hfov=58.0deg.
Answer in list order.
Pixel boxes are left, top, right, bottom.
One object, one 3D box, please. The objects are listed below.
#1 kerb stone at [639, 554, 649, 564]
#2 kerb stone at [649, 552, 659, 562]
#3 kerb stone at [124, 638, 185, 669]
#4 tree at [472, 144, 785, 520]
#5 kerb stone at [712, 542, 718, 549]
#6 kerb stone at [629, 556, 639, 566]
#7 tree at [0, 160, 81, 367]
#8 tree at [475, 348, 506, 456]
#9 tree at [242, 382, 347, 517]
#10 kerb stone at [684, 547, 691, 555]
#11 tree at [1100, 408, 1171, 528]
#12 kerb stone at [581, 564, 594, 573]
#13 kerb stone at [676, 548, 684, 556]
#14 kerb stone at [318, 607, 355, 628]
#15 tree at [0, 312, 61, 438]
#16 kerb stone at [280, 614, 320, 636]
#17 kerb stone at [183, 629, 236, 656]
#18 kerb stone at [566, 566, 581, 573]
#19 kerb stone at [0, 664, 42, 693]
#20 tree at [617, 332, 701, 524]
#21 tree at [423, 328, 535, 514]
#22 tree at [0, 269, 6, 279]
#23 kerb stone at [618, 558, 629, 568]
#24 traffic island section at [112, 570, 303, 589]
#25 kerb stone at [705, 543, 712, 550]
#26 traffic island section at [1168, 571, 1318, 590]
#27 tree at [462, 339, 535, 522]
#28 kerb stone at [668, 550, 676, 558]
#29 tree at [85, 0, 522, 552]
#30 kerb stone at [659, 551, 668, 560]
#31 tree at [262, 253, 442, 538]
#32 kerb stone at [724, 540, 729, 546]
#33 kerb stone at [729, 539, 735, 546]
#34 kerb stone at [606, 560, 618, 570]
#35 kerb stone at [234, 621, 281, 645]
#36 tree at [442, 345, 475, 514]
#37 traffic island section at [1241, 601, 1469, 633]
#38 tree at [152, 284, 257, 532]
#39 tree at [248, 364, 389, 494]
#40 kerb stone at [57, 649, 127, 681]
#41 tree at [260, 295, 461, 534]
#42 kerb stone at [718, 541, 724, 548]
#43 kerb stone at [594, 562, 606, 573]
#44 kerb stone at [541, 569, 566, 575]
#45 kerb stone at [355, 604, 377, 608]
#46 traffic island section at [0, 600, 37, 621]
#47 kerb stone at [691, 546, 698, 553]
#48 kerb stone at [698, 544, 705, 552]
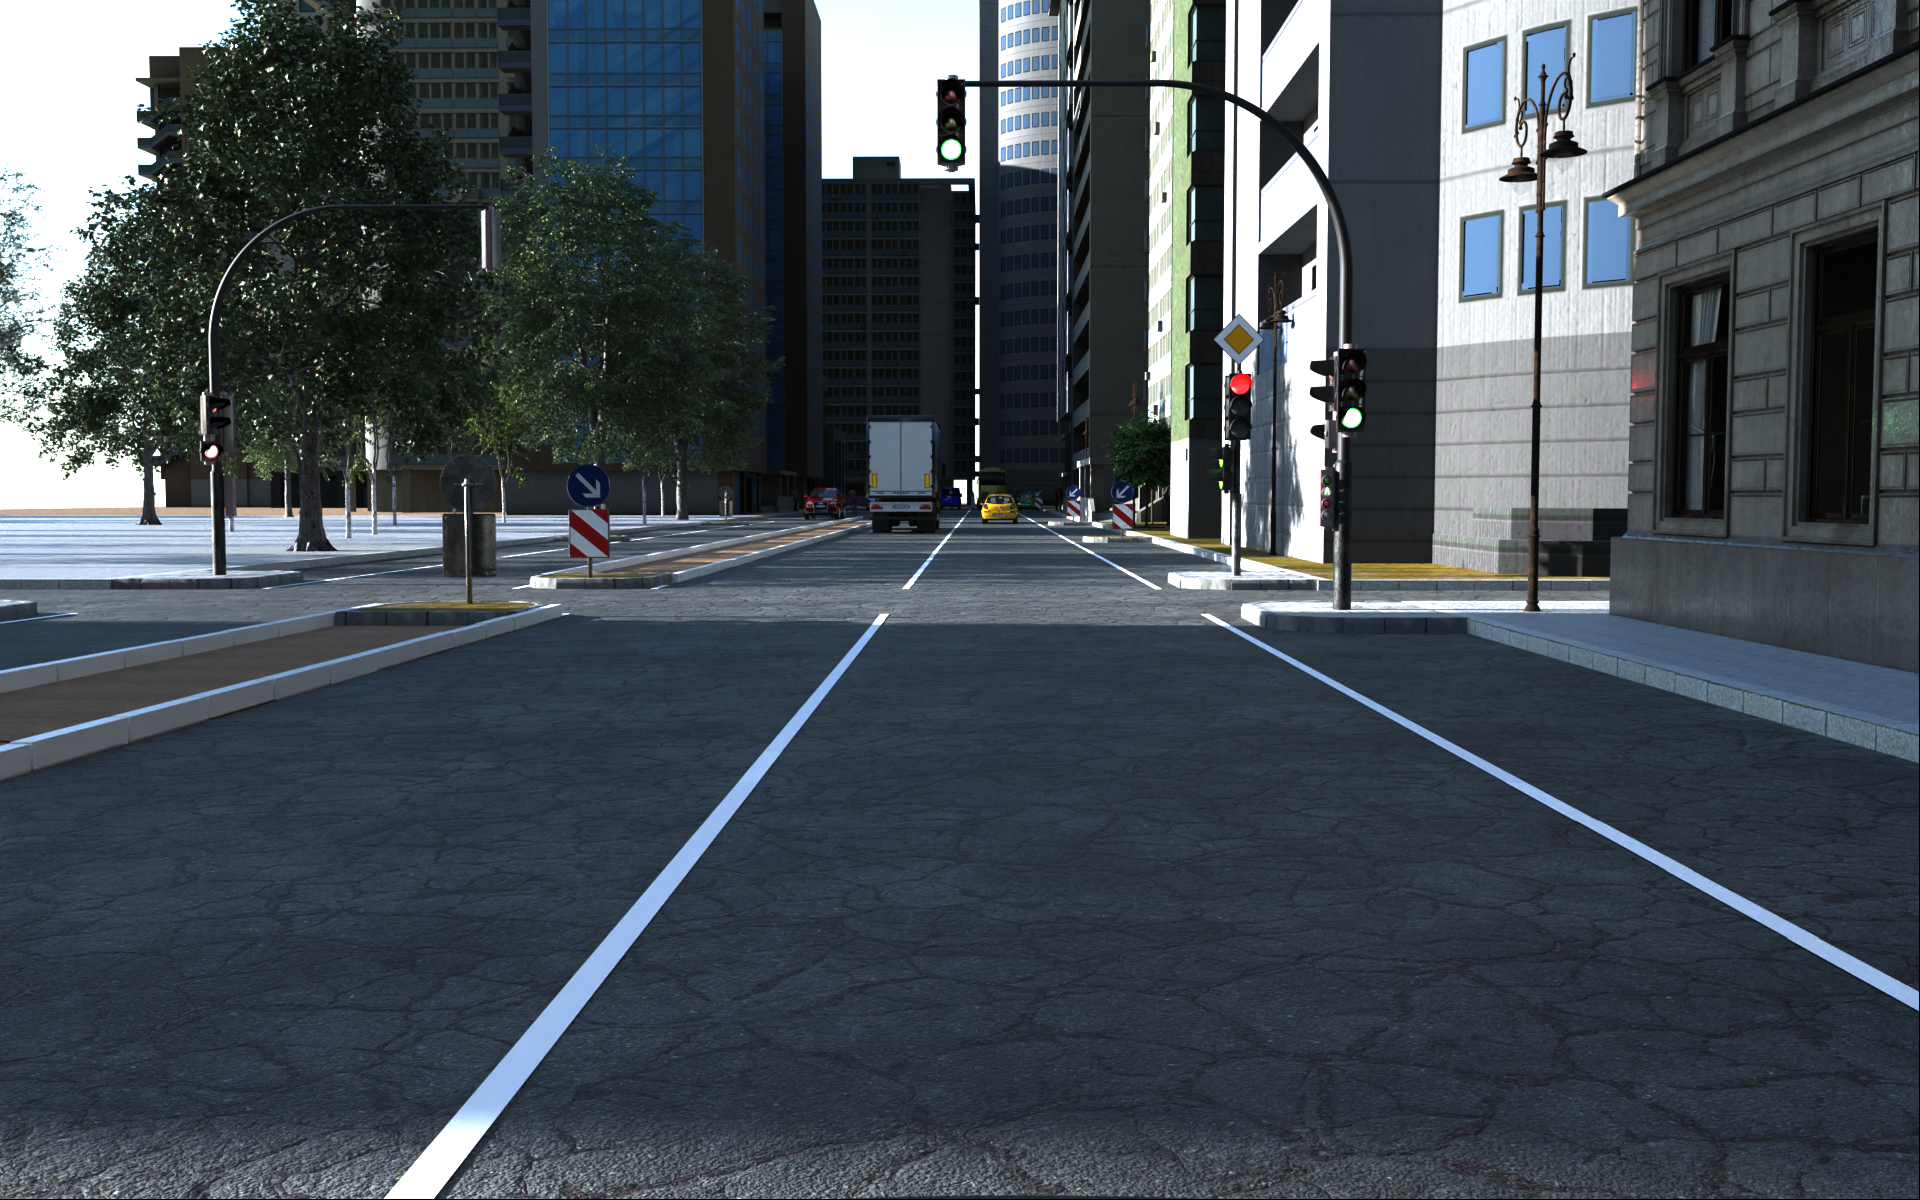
[{"bbox_3d":[-6.606,-0.822,35.642,0.120,0.150,1.000,0,4,1],"label":"kerb stone"},{"bbox_3d":[-6.589,-0.882,36.667,0.120,0.150,1.000,0,4,1],"label":"kerb stone"},{"bbox_3d":[-6.883,0.461,14.674,0.120,0.150,1.000,0,4,1],"label":"kerb stone"},{"bbox_3d":[-13.168,-9.594,63.519,9.857,13.997,8.962,0,3,0],"label":"tree"},{"bbox_3d":[-6.478,-1.383,44.871,0.120,0.150,1.000,0,4,1],"label":"kerb stone"},{"bbox_3d":[-6.616,-0.759,34.610,0.120,0.150,1.000,0,4,1],"label":"kerb stone"},{"bbox_3d":[-29.592,-8.401,47.726,12.009,13.543,11.850,0,3,0],"label":"tree"},{"bbox_3d":[-24.160,-8.136,83.386,4.360,8.622,3.978,0,3,0],"label":"tree"},{"bbox_3d":[-37.401,-10.914,96.574,7.486,12.596,7.792,0,3,0],"label":"tree"},{"bbox_3d":[-6.535,-1.129,40.770,0.120,0.150,1.000,0,4,1],"label":"kerb stone"},{"bbox_3d":[7.032,-5.030,65.946,4.285,4.588,4.351,0,3,0],"label":"tree"},{"bbox_3d":[-6.675,-0.509,30.516,0.120,0.150,1.000,0,4,1],"label":"kerb stone"},{"bbox_3d":[-6.541,-1.070,39.748,0.120,0.150,1.000,0,4,1],"label":"kerb stone"},{"bbox_3d":[-6.830,0.209,18.780,0.120,0.150,1.000,0,4,1],"label":"kerb stone"},{"bbox_3d":[-35.619,-7.720,60.628,7.601,10.594,8.767,2,4,24],"label":"tree"},{"bbox_3d":[-6.838,0.271,17.758,0.120,0.150,1.000,0,4,1],"label":"kerb stone"},{"bbox_3d":[-6.865,0.401,15.701,0.120,0.150,1.000,0,4,1],"label":"kerb stone"},{"bbox_3d":[-6.679,-0.445,29.485,0.120,0.150,1.000,0,4,1],"label":"kerb stone"},{"bbox_3d":[-6.911,0.585,12.624,0.120,0.150,1.000,0,4,1],"label":"kerb stone"},{"bbox_3d":[-13.326,-7.532,73.504,4.360,8.622,3.978,0,3,0],"label":"tree"},{"bbox_3d":[-26.826,-9.875,95.867,7.601,10.594,8.767,-1,4,-14],"label":"tree"},{"bbox_3d":[-18.543,-4.863,29.876,4.737,8.622,4.395,0,3,0],"label":"tree"},{"bbox_3d":[-6.628,-0.691,33.583,0.120,0.150,1.000,0,4,1],"label":"kerb stone"},{"bbox_3d":[-11.772,-0.319,27.491,2.009,0.180,2.903,0,4,1],"label":"traffic island section"},{"bbox_3d":[-6.491,-1.324,43.849,0.120,0.150,1.000,0,4,1],"label":"kerb stone"},{"bbox_3d":[4.368,-0.305,27.272,2.009,0.180,2.903,0,4,1],"label":"traffic island section"},{"bbox_3d":[-20.751,-7.818,78.187,4.737,8.622,4.395,0,3,0],"label":"tree"},{"bbox_3d":[-6.562,-1.006,38.725,0.120,0.150,1.000,0,4,1],"label":"kerb stone"},{"bbox_3d":[-14.529,-7.442,38.688,9.611,12.733,9.660,0,3,0],"label":"tree"},{"bbox_3d":[-6.573,-0.948,37.693,0.120,0.150,1.000,0,4,1],"label":"kerb stone"},{"bbox_3d":[-17.985,-6.095,50.020,4.360,8.622,3.978,0,3,0],"label":"tree"},{"bbox_3d":[-6.456,-1.511,46.916,0.120,0.150,1.000,0,4,1],"label":"kerb stone"},{"bbox_3d":[-6.434,-1.574,47.938,0.120,0.150,1.000,0,4,1],"label":"kerb stone"},{"bbox_3d":[-6.651,-0.634,32.560,0.120,0.150,1.000,0,4,1],"label":"kerb stone"},{"bbox_3d":[-6.851,0.334,16.730,0.120,0.150,1.000,0,4,1],"label":"kerb stone"},{"bbox_3d":[-22.975,-7.366,70.802,4.360,8.622,3.978,0,3,0],"label":"tree"},{"bbox_3d":[4.262,0.183,19.287,2.009,0.180,2.903,0,4,1],"label":"traffic island section"},{"bbox_3d":[-24.982,-6.618,58.572,4.737,8.622,4.395,0,3,0],"label":"tree"},{"bbox_3d":[-32.033,-9.175,84.416,8.767,10.594,7.601,-1,4,-11],"label":"tree"},{"bbox_3d":[-6.893,0.523,13.646,0.120,0.150,1.000,0,4,1],"label":"kerb stone"},{"bbox_3d":[-18.848,-6.386,54.772,4.737,8.622,4.395,0,3,0],"label":"tree"},{"bbox_3d":[-6.462,-1.449,45.893,0.120,0.150,1.000,0,4,1],"label":"kerb stone"},{"bbox_3d":[-6.655,-0.571,31.538,0.120,0.150,1.000,0,4,1],"label":"kerb stone"},{"bbox_3d":[-6.699,-0.378,28.463,0.120,0.150,1.000,0,4,1],"label":"kerb stone"},{"bbox_3d":[-6.805,0.147,19.802,0.120,0.150,1.000,0,4,1],"label":"kerb stone"},{"bbox_3d":[-11.878,0.170,19.507,2.009,0.180,2.903,0,4,1],"label":"traffic island section"},{"bbox_3d":[-6.517,-1.191,41.792,0.120,0.150,1.000,0,4,1],"label":"kerb stone"},{"bbox_3d":[-6.504,-1.258,42.820,0.120,0.150,1.000,0,4,1],"label":"kerb stone"}]
